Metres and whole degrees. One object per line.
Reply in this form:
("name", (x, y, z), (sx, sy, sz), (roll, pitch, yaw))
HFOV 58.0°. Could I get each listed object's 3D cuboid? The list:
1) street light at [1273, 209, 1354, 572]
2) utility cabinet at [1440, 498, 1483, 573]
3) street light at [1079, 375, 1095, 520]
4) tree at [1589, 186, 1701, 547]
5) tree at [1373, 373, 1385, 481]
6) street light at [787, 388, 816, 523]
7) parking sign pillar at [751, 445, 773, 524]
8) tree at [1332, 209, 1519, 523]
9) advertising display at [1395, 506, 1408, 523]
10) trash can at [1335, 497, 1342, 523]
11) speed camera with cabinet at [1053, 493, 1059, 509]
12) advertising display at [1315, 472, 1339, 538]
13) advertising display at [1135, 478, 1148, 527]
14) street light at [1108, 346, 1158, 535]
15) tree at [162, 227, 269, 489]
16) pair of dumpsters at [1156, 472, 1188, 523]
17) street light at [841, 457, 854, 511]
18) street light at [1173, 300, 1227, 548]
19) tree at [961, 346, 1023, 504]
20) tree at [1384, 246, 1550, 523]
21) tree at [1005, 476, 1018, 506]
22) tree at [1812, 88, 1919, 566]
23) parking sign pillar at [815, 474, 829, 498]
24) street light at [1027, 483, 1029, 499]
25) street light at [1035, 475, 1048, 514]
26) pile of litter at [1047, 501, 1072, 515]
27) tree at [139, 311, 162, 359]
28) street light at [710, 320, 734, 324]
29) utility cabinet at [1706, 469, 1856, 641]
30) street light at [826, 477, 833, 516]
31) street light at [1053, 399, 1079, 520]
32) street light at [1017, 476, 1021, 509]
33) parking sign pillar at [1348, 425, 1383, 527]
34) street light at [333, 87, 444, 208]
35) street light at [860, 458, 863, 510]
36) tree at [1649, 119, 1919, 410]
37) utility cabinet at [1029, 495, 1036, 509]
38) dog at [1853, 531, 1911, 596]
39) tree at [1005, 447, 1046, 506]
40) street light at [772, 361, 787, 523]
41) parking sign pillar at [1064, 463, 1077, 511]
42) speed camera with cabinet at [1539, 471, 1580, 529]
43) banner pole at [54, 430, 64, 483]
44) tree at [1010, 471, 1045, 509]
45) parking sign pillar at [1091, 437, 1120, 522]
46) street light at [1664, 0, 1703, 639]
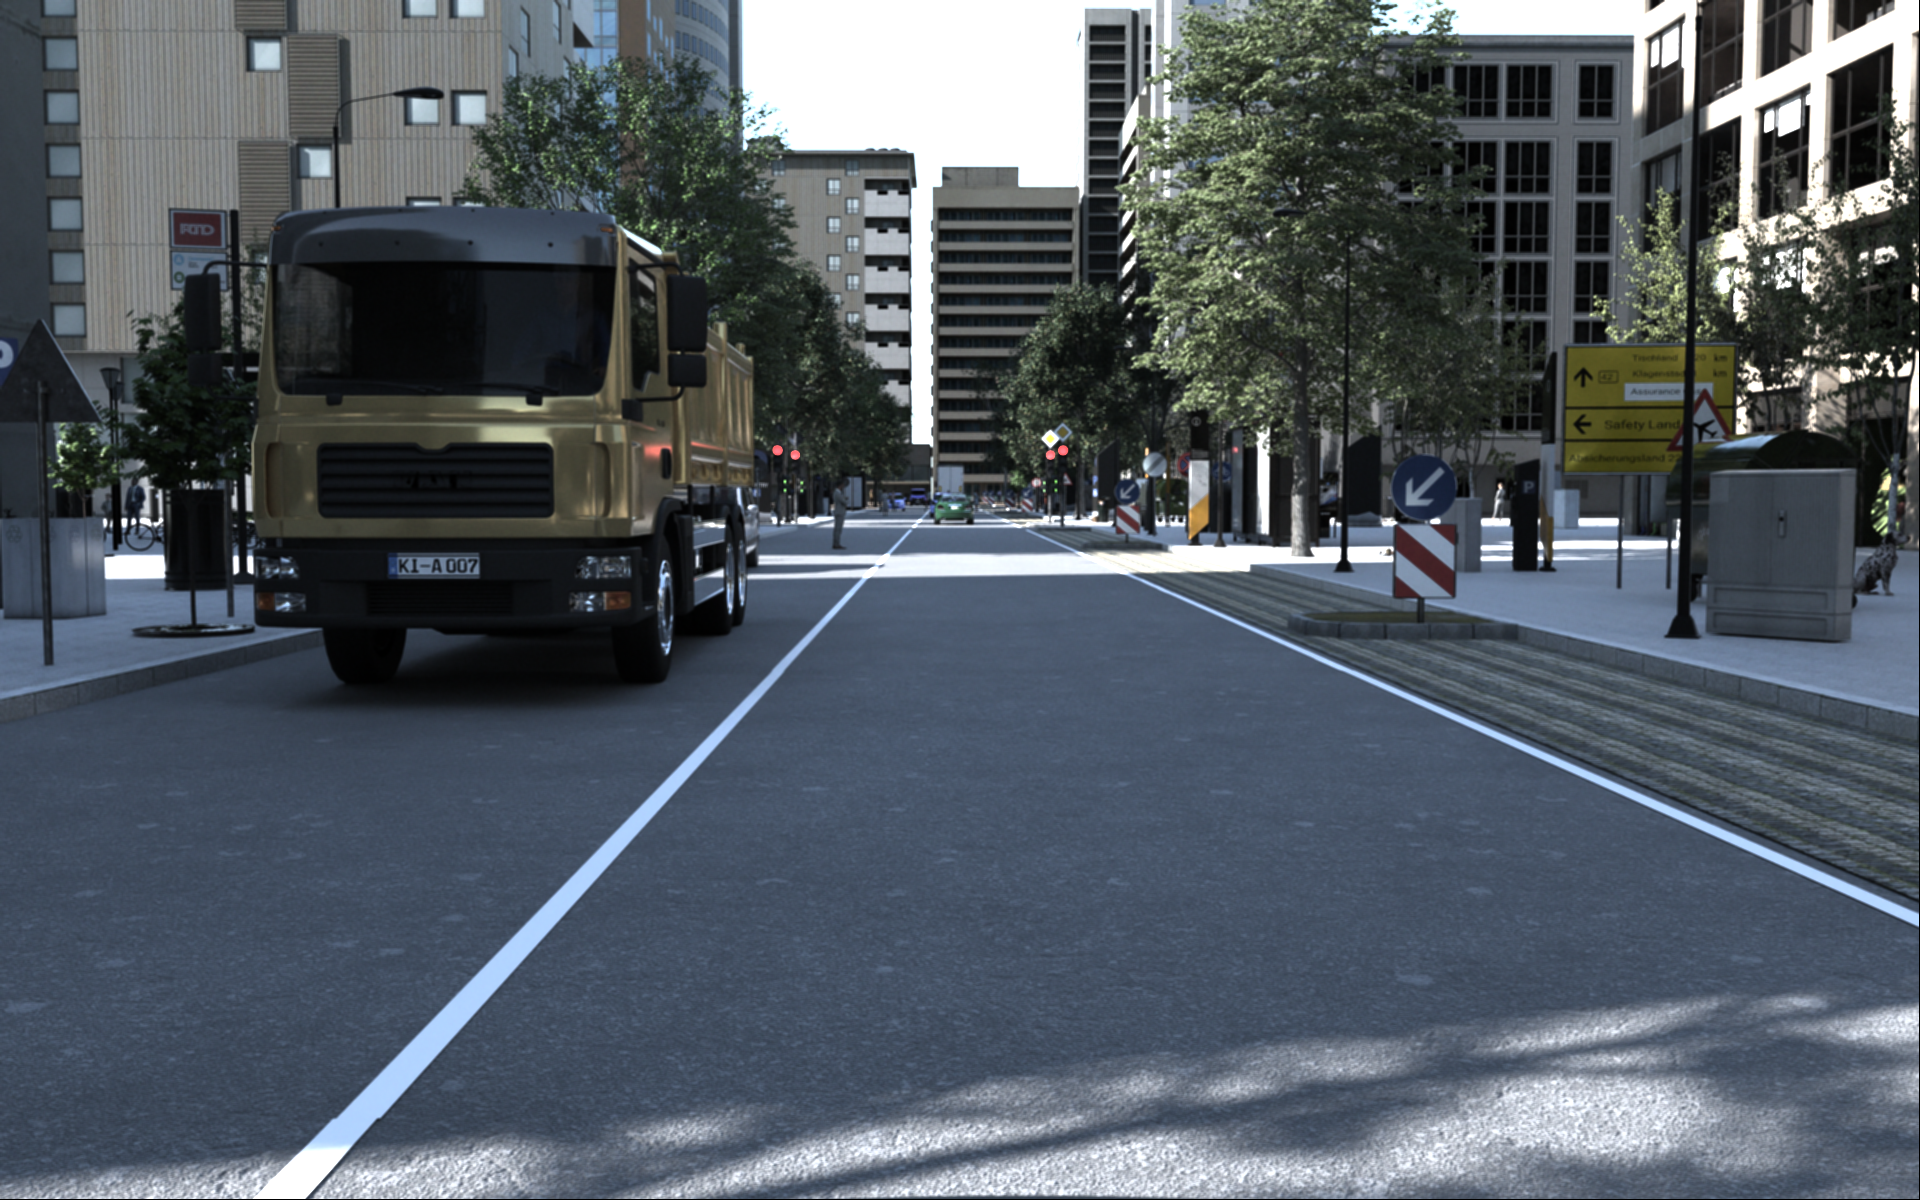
("street light", (5.787, -3.414, 28.366), (1.470, 5.913, 1.316), (0, 4, -1))
("utility cabinet", (8.314, -1.079, 28.802), (0.306, 1.237, 1.020), (-1, 4, -9))
("street light", (5.552, -5.819, 67.686), (1.470, 5.913, 1.316), (0, 4, -1))
("tree", (17.183, -5.553, 41.154), (4.737, 8.622, 4.395), (0, 3, 0))
("tree", (15.219, -6.463, 56.034), (4.737, 8.622, 4.395), (0, 3, 0))
("street light", (-7.015, -6.317, 75.823), (1.470, 5.913, 1.316), (0, 4, -1))
("parking sign pillar", (-8.901, -5.334, 75.690), (1.447, 3.967, 1.447), (0, 4, -6))
("tree", (11.884, -5.824, 45.585), (4.360, 8.622, 3.978), (0, 3, 0))
("advertising display", (11.119, -2.318, 43.105), (0.123, 1.923, 0.974), (-1, 4, -15))
("trash can", (16.886, -3.971, 76.584), (0.748, 1.137, 0.748), (0, 3, 0))
("speed camera with cabinet", (6.737, -8.030, 125.630), (0.660, 3.252, 2.038), (1, 4, 12))
("advertising display", (10.640, -2.774, 50.567), (0.974, 1.923, 0.123), (-2, 4, -31))
("advertising display", (7.240, -3.834, 67.904), (0.123, 1.923, 0.974), (-3, 5, -40))
("street light", (5.532, -5.013, 54.500), (1.470, 5.913, 1.316), (0, 4, -1))
("tree", (-18.857, -6.019, 48.772), (4.737, 8.622, 4.395), (0, 3, 0))
("pair of dumpsters", (9.495, -4.627, 78.138), (1.574, 2.255, 4.437), (0, 4, -1))
("street light", (-7.158, -7.923, 102.082), (1.470, 5.913, 1.316), (0, 4, -1))
("street light", (5.698, -4.211, 41.393), (1.470, 5.913, 1.316), (0, 4, -1))
("tree", (7.111, -22.233, 219.398), (12.611, 20.169, 13.585), (0, 3, 0))
("tree", (15.004, -6.121, 50.448), (4.737, 8.622, 4.395), (0, 3, 0))
("tree", (5.813, -11.613, 184.466), (1.663, 3.219, 1.824), (0, 3, 0))
("tree", (16.656, -4.937, 31.081), (4.737, 8.622, 4.395), (0, 3, 0))
("parking sign pillar", (-11.127, -9.216, 139.147), (1.447, 3.967, 1.447), (0, 4, 5))
("street light", (5.052, -8.493, 111.406), (1.470, 5.913, 1.316), (0, 4, -1))
("street light", (5.184, -7.676, 98.043), (1.470, 5.913, 1.316), (0, 4, -1))
("pile of litter", (6.213, -5.785, 108.551), (1.719, 0.858, 1.176), (1, 4, 10))
("tree", (-26.524, -6.769, 61.037), (4.737, 8.622, 4.395), (0, 3, 0))
("street light", (-6.727, -4.508, 46.251), (1.470, 5.913, 1.316), (0, 4, -1))
("utility cabinet", (7.270, -0.410, 15.386), (0.318, 1.500, 1.173), (-3, 4, -37))
("street light", (-7.043, -7.114, 88.851), (1.470, 5.913, 1.316), (0, 4, -1))
("street light", (5.253, -6.864, 84.772), (1.470, 5.913, 1.316), (0, 4, -1))
("street light", (5.014, -9.290, 124.434), (1.470, 5.913, 1.316), (0, 4, -1))
("parking sign pillar", (15.776, -4.836, 67.542), (1.447, 3.967, 1.447), (2, 4, 24))
("street light", (-6.586, -2.898, 19.920), (1.470, 5.913, 1.316), (0, 4, -1))
("street light", (-7.348, -8.768, 115.893), (1.470, 5.913, 1.316), (0, 4, -1))
("tree", (16.795, -5.248, 36.174), (4.360, 8.622, 3.978), (0, 3, 0))
("utility cabinet", (6.076, -8.236, 145.822), (1.020, 1.237, 0.306), (3, 5, 43))
("dog", (11.692, -0.478, 22.194), (0.513, 0.831, 0.800), (0, 4, -4))
("tree", (6.186, -14.599, 189.062), (4.737, 8.622, 4.395), (0, 3, 0))
("street light", (-6.846, -5.328, 59.647), (1.470, 5.913, 1.316), (0, 4, -1))
("parking sign pillar", (8.449, -8.563, 128.477), (1.447, 3.967, 1.447), (2, 4, 25))
("speed camera with cabinet", (22.474, -4.319, 64.944), (0.660, 3.252, 2.038), (-1, 4, -9))
("banner pole", (-35.060, -4.735, 67.434), (0.863, 3.779, 0.401), (2, 4, 26))
("tree", (6.187, -10.399, 153.739), (4.285, 4.588, 4.351), (0, 3, 0))
("parking sign pillar", (6.859, -5.675, 81.258), (1.447, 3.967, 1.447), (-2, 4, -33))
("street light", (5.936, -2.618, 15.338), (1.470, 5.913, 1.316), (0, 4, -1))
